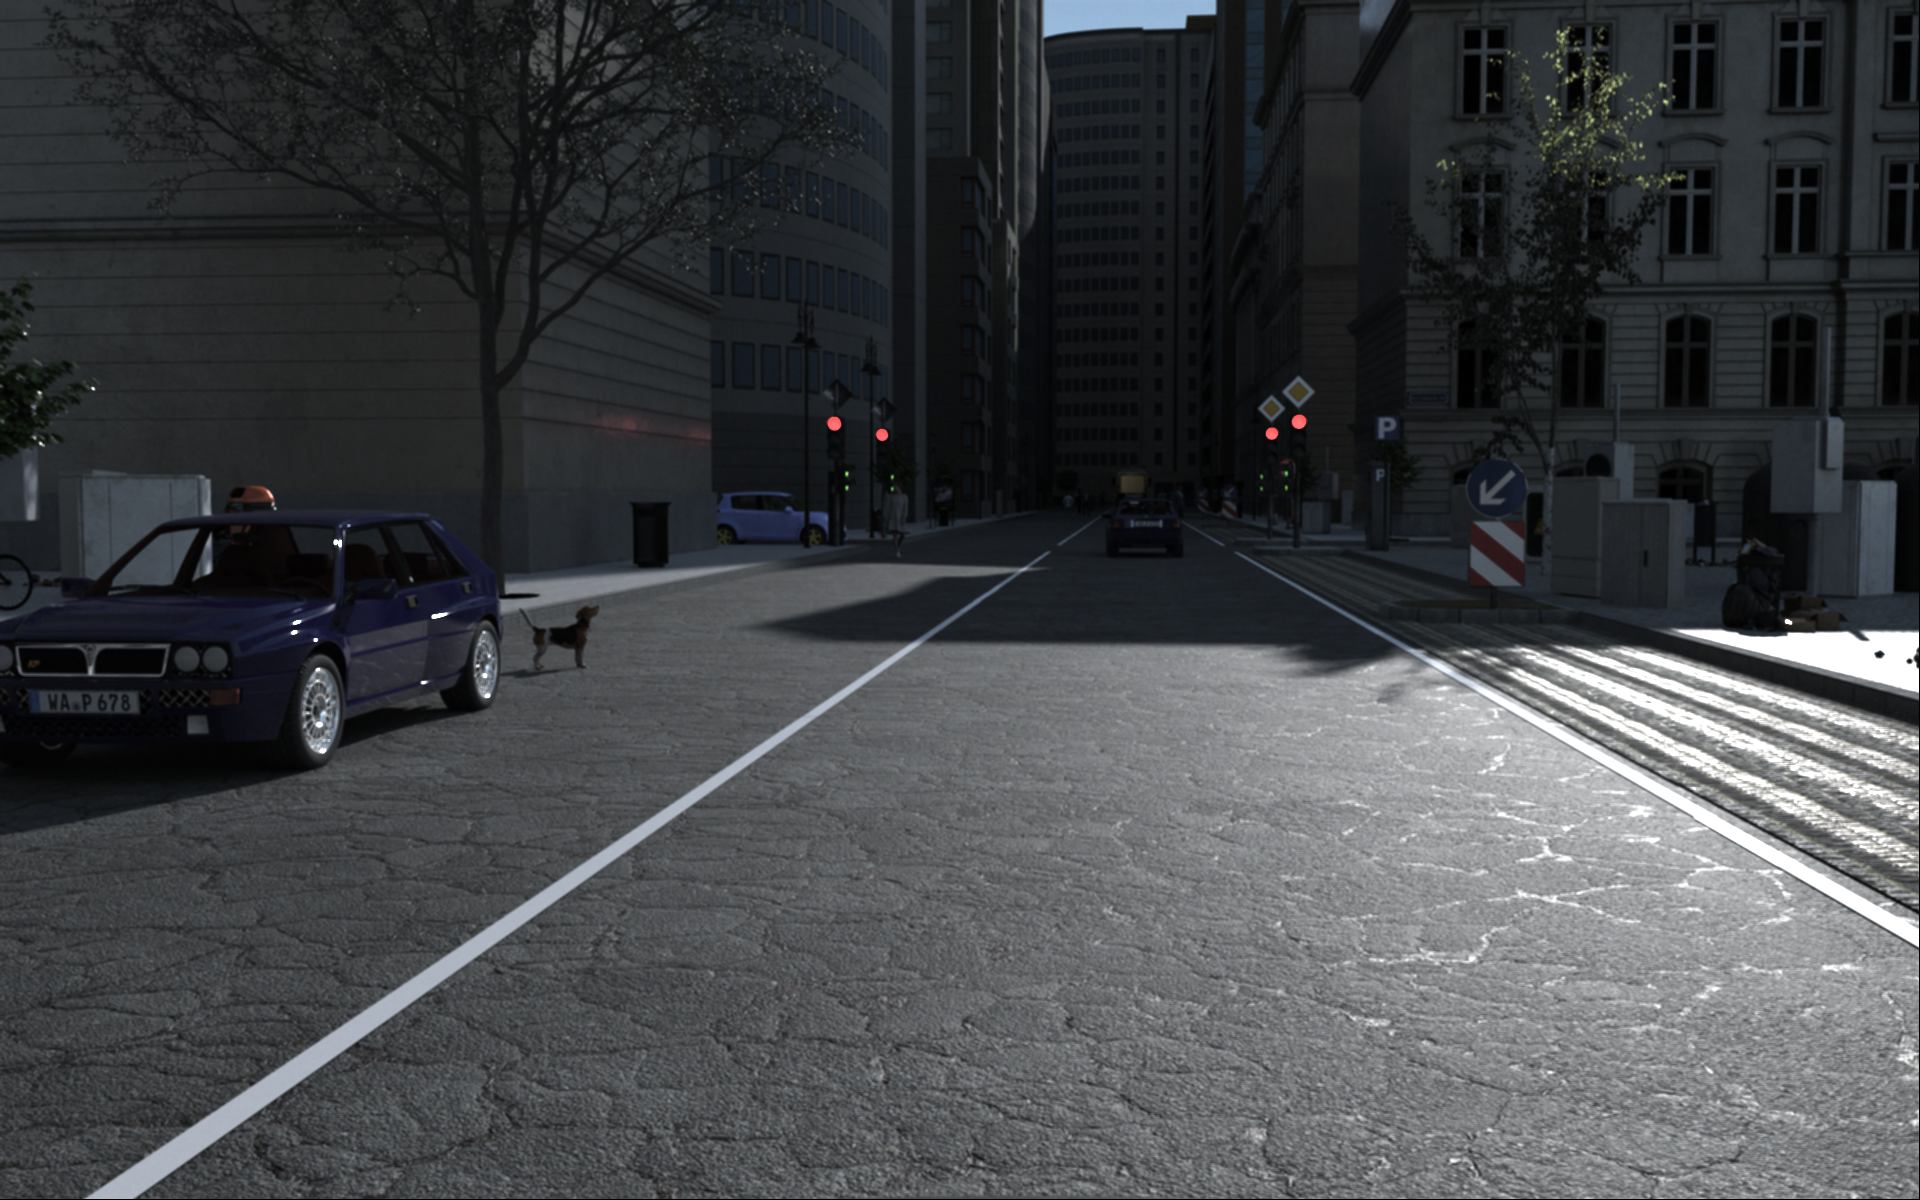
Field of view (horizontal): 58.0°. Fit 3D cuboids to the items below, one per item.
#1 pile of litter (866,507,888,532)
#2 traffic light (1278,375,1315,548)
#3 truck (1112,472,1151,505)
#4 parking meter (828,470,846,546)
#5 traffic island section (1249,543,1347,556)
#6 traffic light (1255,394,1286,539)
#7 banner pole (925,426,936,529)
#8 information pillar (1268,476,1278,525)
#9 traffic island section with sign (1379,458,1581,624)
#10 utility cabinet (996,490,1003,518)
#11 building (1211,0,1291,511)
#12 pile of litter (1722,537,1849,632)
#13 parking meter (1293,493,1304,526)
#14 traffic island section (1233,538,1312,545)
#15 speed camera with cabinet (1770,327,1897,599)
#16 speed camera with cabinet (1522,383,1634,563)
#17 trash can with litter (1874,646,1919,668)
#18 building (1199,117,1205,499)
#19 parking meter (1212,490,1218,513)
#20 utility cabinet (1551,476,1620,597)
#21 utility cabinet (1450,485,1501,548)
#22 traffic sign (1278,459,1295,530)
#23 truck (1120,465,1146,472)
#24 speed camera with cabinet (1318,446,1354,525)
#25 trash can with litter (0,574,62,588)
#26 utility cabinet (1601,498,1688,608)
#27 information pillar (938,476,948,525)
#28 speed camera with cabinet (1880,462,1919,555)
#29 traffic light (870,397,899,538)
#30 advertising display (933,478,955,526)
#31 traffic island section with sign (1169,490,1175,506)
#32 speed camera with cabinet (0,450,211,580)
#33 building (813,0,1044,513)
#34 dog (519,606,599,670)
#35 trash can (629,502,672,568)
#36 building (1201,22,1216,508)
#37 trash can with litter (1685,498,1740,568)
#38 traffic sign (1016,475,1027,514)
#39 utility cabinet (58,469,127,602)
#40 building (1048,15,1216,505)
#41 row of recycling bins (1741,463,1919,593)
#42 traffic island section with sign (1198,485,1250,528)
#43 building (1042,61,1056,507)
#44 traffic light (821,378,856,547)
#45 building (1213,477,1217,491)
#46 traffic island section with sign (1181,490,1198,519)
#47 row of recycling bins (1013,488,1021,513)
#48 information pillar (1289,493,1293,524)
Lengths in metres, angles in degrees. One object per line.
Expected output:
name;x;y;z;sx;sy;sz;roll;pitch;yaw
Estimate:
pile of litter;-2.632;-2.791;59.592;1.176;0.858;1.719;-1;4;-9
traffic light;7.976;-3.187;41.034;0.839;4.253;0.868;0;4;6
truck;14.885;-9.420;149.938;3.469;3.379;9.791;0;4;5
parking meter;-3.052;-2.275;42.911;0.399;1.863;0.255;1;4;9
traffic island section;8.015;-1.154;41.144;2.009;0.180;2.903;0;4;6
traffic light;8.770;-3.673;48.980;0.839;4.253;0.868;0;4;6
banner pole;-1.018;-4.491;63.440;0.401;3.779;0.863;-1;4;-17
information pillar;13.038;-4.139;72.161;0.304;2.012;0.304;2;4;35
traffic island section with sign;5.908;-0.693;19.951;1.989;1.847;2.006;0;4;6
utility cabinet;2.125;-5.153;92.925;0.318;1.500;1.173;0;4;5
building;26.854;-29.546;133.184;14.600;45.320;14.200;0;4;6
pile of litter;8.033;-0.174;16.809;1.719;0.858;1.176;-3;4;-38
parking meter;13.393;-3.848;68.618;0.399;1.863;0.255;2;4;23
traffic island section;8.809;-1.640;49.090;2.009;0.180;2.903;0;4;6
speed camera with cabinet;10.733;-1.645;21.236;2.038;3.252;0.660;-3;4;-37
speed camera with cabinet;11.227;-2.275;31.529;0.660;3.252;2.038;-2;4;-31
trash can with litter;7.887;-0.125;13.108;1.678;1.210;2.233;3;5;42
building;33.438;-30.978;190.081;14.154;41.232;14.086;0;4;6
parking meter;17.123;-6.591;116.169;0.372;1.533;0.369;0;3;0
utility cabinet;7.843;-0.798;21.722;0.318;1.500;1.173;0;4;-7
utility cabinet;12.048;-1.946;40.501;0.318;1.500;1.173;-3;4;-37
traffic sign;11.824;-3.810;62.392;0.768;2.556;0.104;1;4;10
truck;17.398;-11.326;174.098;2.839;4.237;11.283;0;4;6
speed camera with cabinet;15.783;-4.704;71.239;2.038;3.252;0.660;3;4;36
trash can with litter;-12.513;-0.817;24.422;2.233;1.210;1.678;1;4;20
utility cabinet;7.837;-0.534;19.899;0.306;1.237;1.020;-1;4;-23
information pillar;-0.699;-4.054;70.772;0.304;2.012;0.304;-2;4;-26
speed camera with cabinet;21.272;-2.687;38.270;0.660;3.252;2.038;0;4;3
traffic light;-2.189;-3.739;50.055;0.839;4.253;0.868;0;4;6
advertising display;-0.633;-3.899;68.956;0.974;1.923;0.123;2;4;35
traffic island section with sign;18.932;-8.668;150.342;1.989;1.847;2.006;0;4;6
speed camera with cabinet;-7.553;-1.253;14.815;2.038;3.252;0.660;-1;4;-16
building;-3.856;-37.375;153.076;21.231;58.520;28.212;0;4;6
dog;-3.291;0.307;14.265;0.406;0.507;0.540;2;4;27
trash can;-5.424;-1.145;30.369;0.748;1.137;0.748;0;3;0
building;35.232;-33.494;171.323;21.300;48.544;21.600;0;4;6
trash can with litter;13.405;-1.207;30.793;1.678;1.210;2.233;-1;4;-14
traffic sign;4.007;-6.920;113.249;0.768;2.556;0.104;1;4;9
utility cabinet;-8.049;-0.455;16.125;0.318;1.500;1.173;-3;5;-41
building;20.979;-41.353;218.112;28.212;58.520;21.231;0;4;6
row of recycling bins;12.295;-0.970;22.978;3.534;1.692;1.069;0;4;7
traffic island section with sign;11.271;-3.972;73.566;1.989;1.847;2.006;0;4;6
building;1.737;-32.057;174.250;14.600;45.320;14.200;0;4;6
traffic light;-2.983;-3.253;42.109;0.839;4.253;0.868;0;4;6
building;32.916;-43.492;149.344;20.563;71.187;20.611;0;4;6
traffic island section with sign;13.940;-5.612;100.389;1.989;1.847;2.006;0;4;6
row of recycling bins;2.463;-6.905;120.002;3.534;1.692;1.069;0;4;3
information pillar;14.275;-5.036;73.685;0.504;3.616;0.183;-3;4;-38
